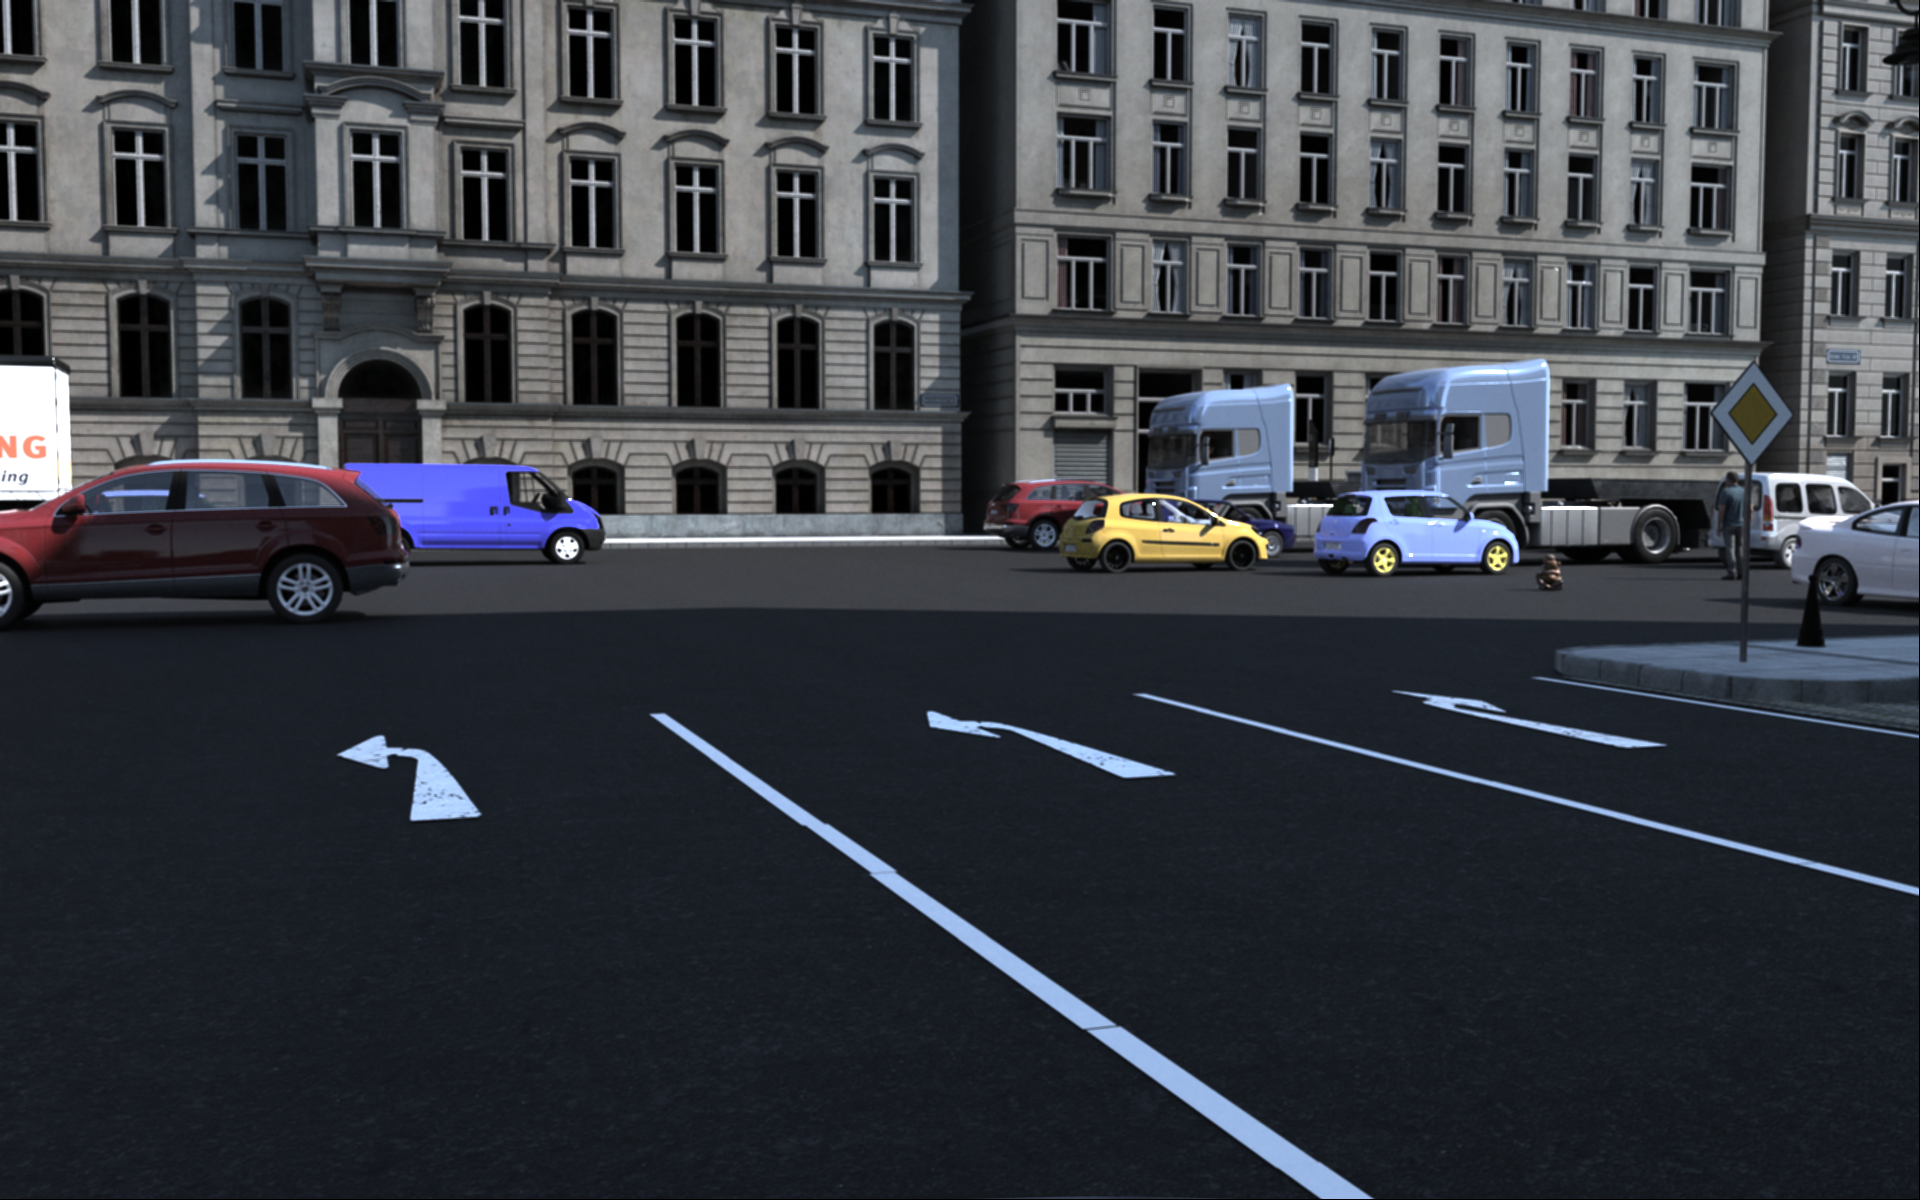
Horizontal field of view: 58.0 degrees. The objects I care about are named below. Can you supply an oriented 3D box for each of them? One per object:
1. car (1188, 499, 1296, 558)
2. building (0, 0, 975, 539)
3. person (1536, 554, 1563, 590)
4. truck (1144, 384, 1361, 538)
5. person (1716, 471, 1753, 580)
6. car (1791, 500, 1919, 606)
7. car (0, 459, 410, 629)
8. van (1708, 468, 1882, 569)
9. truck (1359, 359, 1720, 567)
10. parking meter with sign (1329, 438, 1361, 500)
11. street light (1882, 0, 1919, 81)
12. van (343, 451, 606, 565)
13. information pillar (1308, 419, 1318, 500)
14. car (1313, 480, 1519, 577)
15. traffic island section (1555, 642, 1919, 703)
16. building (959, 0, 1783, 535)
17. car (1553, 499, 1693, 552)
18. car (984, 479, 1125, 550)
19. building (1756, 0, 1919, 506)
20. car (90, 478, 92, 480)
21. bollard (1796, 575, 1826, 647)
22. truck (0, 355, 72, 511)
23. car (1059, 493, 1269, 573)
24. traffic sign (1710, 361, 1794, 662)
[{"bbox_3d":[5.579,-1.624,39.128,3.894,1.354,1.945,-1,4,-21],"label":"car"},{"bbox_3d":[-17.585,-14.226,51.679,34.723,24.649,14.460,-1,4,-19],"label":"building"},{"bbox_3d":[8.767,-0.416,25.779,0.381,0.543,0.357,1,4,9],"label":"person"},{"bbox_3d":[13.068,-3.386,45.125,18.799,4.110,2.967,-1,4,-20],"label":"truck"},{"bbox_3d":[12.922,-1.242,28.931,0.598,1.807,0.434,0,4,1],"label":"person"},{"bbox_3d":[12.468,-0.540,21.193,2.083,1.381,4.827,-1,4,-18],"label":"car"},{"bbox_3d":[-8.958,-0.657,19.410,5.304,1.827,2.281,-1,4,-21],"label":"car"},{"bbox_3d":[16.846,-1.656,34.087,4.112,2.044,2.013,-1,4,-19],"label":"van"},{"bbox_3d":[16.660,-2.912,37.377,18.799,4.110,2.967,-1,4,-20],"label":"truck"},{"bbox_3d":[12.438,-3.543,54.183,1.738,3.016,0.543,0,4,3],"label":"parking meter with sign"},{"bbox_3d":[7.970,-2.488,13.467,0.468,5.910,1.993,-1,4,-19],"label":"street light"},{"bbox_3d":[-9.928,-1.895,35.369,5.245,2.365,2.240,-1,4,-19],"label":"van"},{"bbox_3d":[11.049,-3.845,54.222,0.183,3.616,0.504,-1,4,-16],"label":"information pillar"},{"bbox_3d":[8.229,-1.315,31.087,3.694,1.707,1.945,-1,4,-21],"label":"car"},{"bbox_3d":[6.008,0.551,13.269,2.009,0.180,2.903,-1,4,-19],"label":"traffic island section"},{"bbox_3d":[12.641,-14.074,63.386,30.059,22.955,16.112,-1,4,-19],"label":"building"},{"bbox_3d":[16.513,-1.874,43.213,3.894,1.354,1.945,-1,4,-21],"label":"car"},{"bbox_3d":[3.265,-2.257,45.582,5.304,1.827,2.281,-1,4,-19],"label":"car"},{"bbox_3d":[39.524,-16.716,70.569,25.104,27.353,12.463,-1,4,-19],"label":"building"},{"bbox_3d":[-12.724,-1.140,28.237,3.694,1.707,1.945,-1,4,-18],"label":"car"},{"bbox_3d":[7.193,0.087,14.622,0.229,0.601,0.229,0,3,0],"label":"bollard"},{"bbox_3d":[-23.991,-2.776,34.308,11.283,4.237,2.839,-1,4,-21],"label":"truck"},{"bbox_3d":[3.873,-1.369,32.615,3.980,1.641,2.015,-1,4,-20],"label":"car"},{"bbox_3d":[5.988,-0.584,13.184,0.795,2.450,0.064,-1,4,-19],"label":"traffic sign"}]
